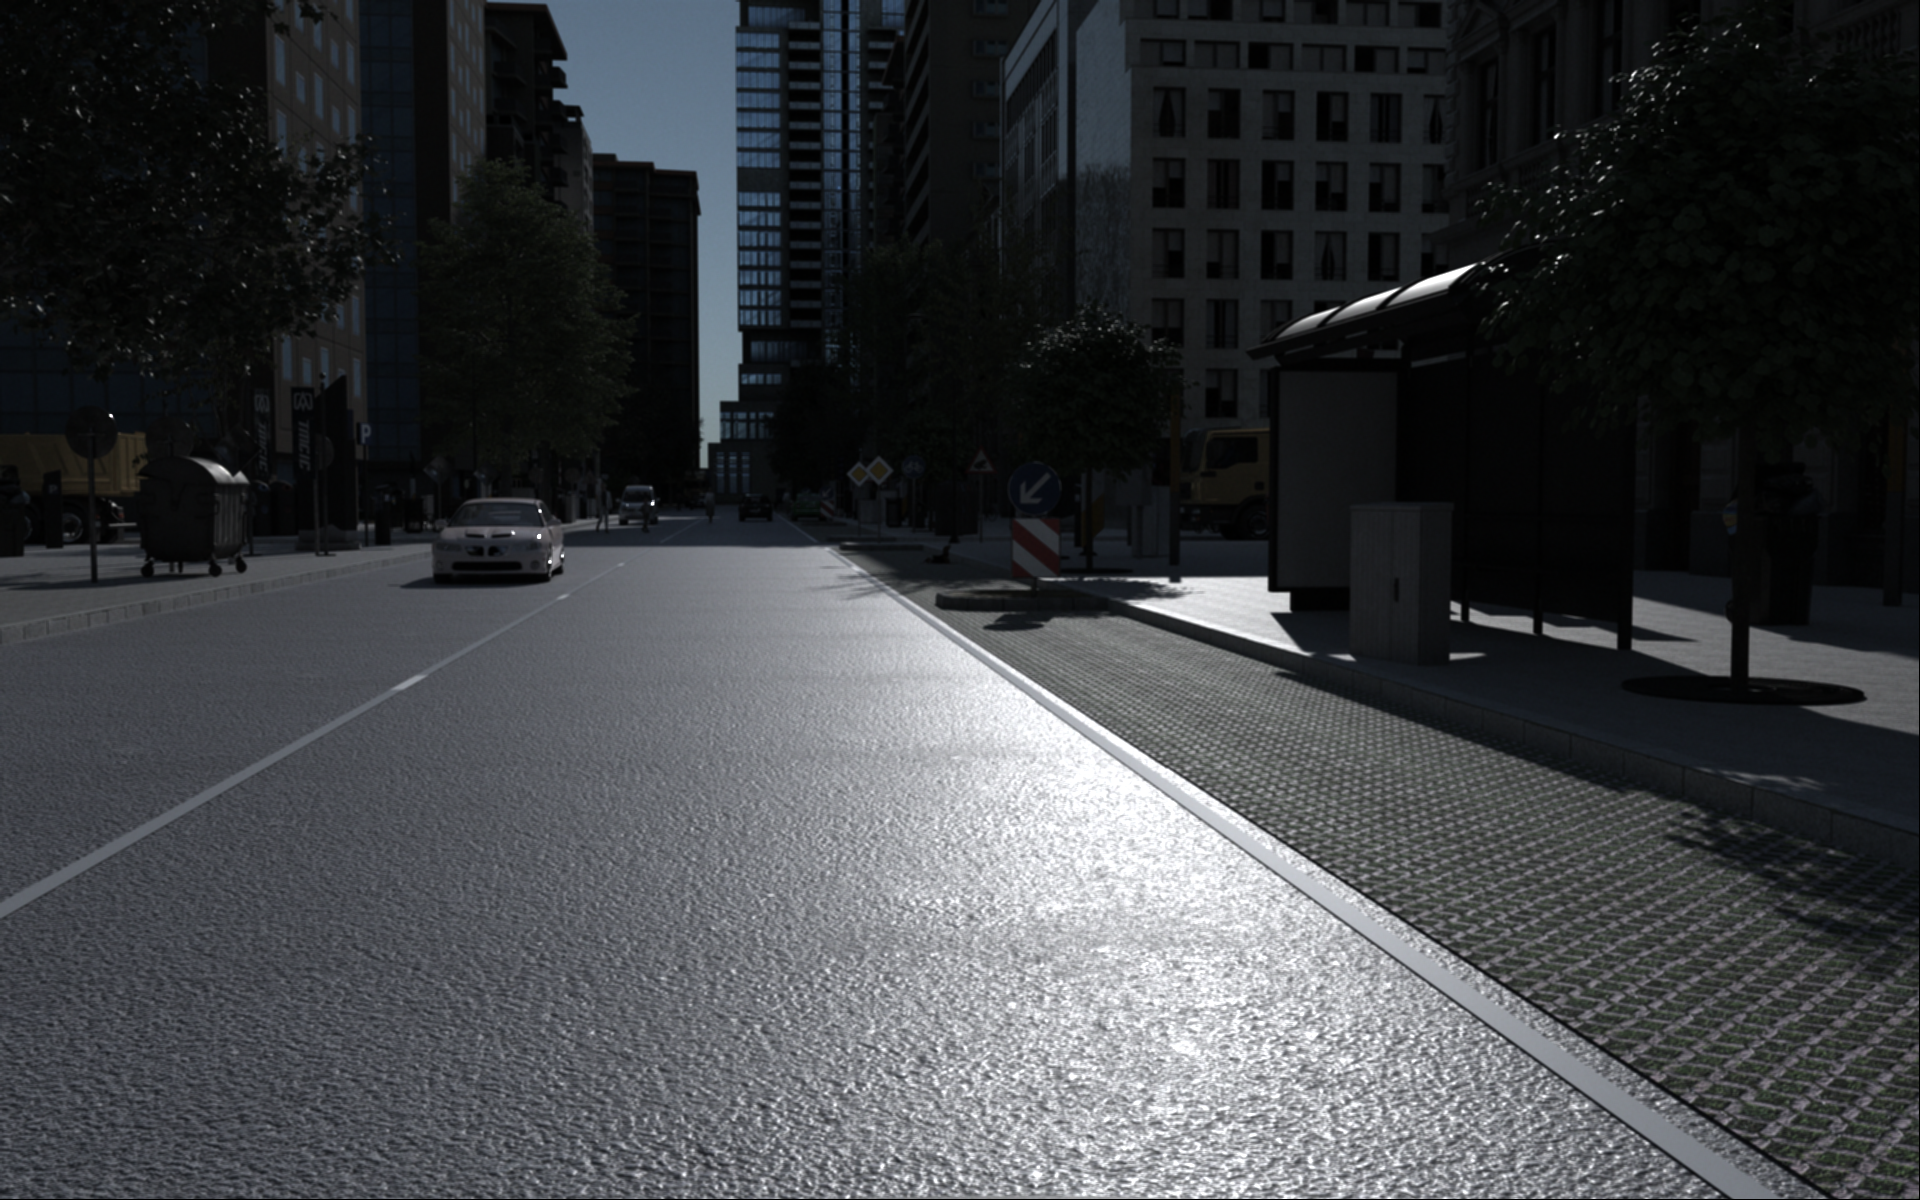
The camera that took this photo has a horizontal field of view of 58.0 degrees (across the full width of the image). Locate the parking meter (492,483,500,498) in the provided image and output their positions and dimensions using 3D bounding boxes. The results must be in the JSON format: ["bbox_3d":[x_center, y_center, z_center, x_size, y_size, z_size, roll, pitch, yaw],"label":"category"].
[{"bbox_3d":[-23.721,-5.060,88.445,0.399,1.863,0.255,-1,4,-11],"label":"parking meter"}]

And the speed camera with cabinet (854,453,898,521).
[{"bbox_3d":[-4.008,-5.417,82.902,2.038,3.252,0.660,0,4,4],"label":"speed camera with cabinet"}]

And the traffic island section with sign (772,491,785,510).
[{"bbox_3d":[-18.725,-10.517,180.577,1.989,1.847,2.006,0,4,-7],"label":"traffic island section with sign"}]

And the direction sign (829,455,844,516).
[{"bbox_3d":[-7.245,-6.689,101.367,0.876,3.537,0.379,0,4,-2],"label":"direction sign"}]

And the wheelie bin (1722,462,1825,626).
[{"bbox_3d":[8.053,-0.561,17.081,0.980,1.594,0.693,-1,4,-11],"label":"wheelie bin"}]

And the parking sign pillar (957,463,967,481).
[{"bbox_3d":[-0.268,-6.280,91.143,1.447,3.967,1.447,2,4,30],"label":"parking sign pillar"}]

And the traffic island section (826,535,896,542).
[{"bbox_3d":[-3.048,-1.868,52.822,2.009,0.180,2.903,0,4,-7],"label":"traffic island section"}]

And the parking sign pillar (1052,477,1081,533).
[{"bbox_3d":[3.755,-4.268,58.254,1.447,3.967,1.447,2,4,34],"label":"parking sign pillar"}]

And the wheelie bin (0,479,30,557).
[{"bbox_3d":[-19.529,-1.685,35.461,0.693,1.594,0.980,3,5,41],"label":"wheelie bin"}]

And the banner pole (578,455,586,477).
[{"bbox_3d":[-23.943,-7.312,109.561,0.401,3.779,0.863,2,4,29],"label":"banner pole"}]

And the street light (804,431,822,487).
[{"bbox_3d":[-10.711,-9.439,126.871,1.470,5.913,1.316,0,4,-7],"label":"street light"}]

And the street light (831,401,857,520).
[{"bbox_3d":[-5.714,-6.943,86.067,1.470,5.913,1.316,0,4,-7],"label":"street light"}]

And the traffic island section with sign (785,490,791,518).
[{"bbox_3d":[-9.423,-5.878,104.733,1.989,1.847,2.006,0,4,-7],"label":"traffic island section with sign"}]

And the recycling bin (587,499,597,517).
[{"bbox_3d":[-20.672,-5.161,96.931,0.722,1.027,0.722,-3,5,-44],"label":"recycling bin"}]

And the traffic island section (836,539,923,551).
[{"bbox_3d":[-2.076,-1.383,44.896,2.009,0.180,2.903,0,4,-7],"label":"traffic island section"}]

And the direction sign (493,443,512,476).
[{"bbox_3d":[-20.210,-5.173,76.575,0.379,3.537,0.876,3,5,43],"label":"direction sign"}]

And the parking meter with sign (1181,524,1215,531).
[{"bbox_3d":[8.103,-3.941,60.696,1.738,3.016,0.543,0,4,1],"label":"parking meter with sign"}]

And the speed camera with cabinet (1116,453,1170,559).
[{"bbox_3d":[3.710,-2.484,34.955,0.660,3.252,2.038,1,4,23],"label":"speed camera with cabinet"}]

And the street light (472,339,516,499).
[{"bbox_3d":[-13.974,-4.850,51.835,1.470,5.913,1.316,0,4,-7],"label":"street light"}]

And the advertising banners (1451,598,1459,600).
[{"bbox_3d":[6.127,-1.507,20.828,2.074,3.025,0.090,1,4,14],"label":"advertising banners"}]

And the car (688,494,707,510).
[{"bbox_3d":[-23.813,-9.082,158.278,2.009,1.686,4.222,0,4,-7],"label":"car"}]

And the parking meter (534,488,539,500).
[{"bbox_3d":[-19.254,-4.285,78.478,0.372,1.533,0.369,0,3,0],"label":"parking meter"}]

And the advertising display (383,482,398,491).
[{"bbox_3d":[-29.965,-5.258,91.182,0.974,1.923,0.123,2,4,32],"label":"advertising display"}]

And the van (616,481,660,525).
[{"bbox_3d":[-15.042,-4.529,81.059,2.013,2.044,4.112,0,4,-7],"label":"van"}]

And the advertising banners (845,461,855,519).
[{"bbox_3d":[-5.780,-5.835,91.594,0.090,3.025,2.074,1,4,10],"label":"advertising banners"}]

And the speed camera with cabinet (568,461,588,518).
[{"bbox_3d":[-20.354,-5.982,92.147,0.660,3.252,2.038,-2,4,-26],"label":"speed camera with cabinet"}]

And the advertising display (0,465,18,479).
[{"bbox_3d":[-21.401,-2.029,38.388,0.974,1.923,0.123,-1,4,-22],"label":"advertising display"}]

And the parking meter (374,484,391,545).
[{"bbox_3d":[-14.568,-2.157,43.679,0.372,1.533,0.369,0,3,0],"label":"parking meter"}]

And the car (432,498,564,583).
[{"bbox_3d":[-7.838,-1.057,29.651,2.083,1.381,4.827,-1,4,-9],"label":"car"}]

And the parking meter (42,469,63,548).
[{"bbox_3d":[-21.464,-2.156,40.958,0.399,1.863,0.255,-2,4,-34],"label":"parking meter"}]

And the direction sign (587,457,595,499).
[{"bbox_3d":[-22.703,-7.006,106.551,0.379,3.537,0.876,1,4,19],"label":"direction sign"}]

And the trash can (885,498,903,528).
[{"bbox_3d":[-2.532,-3.348,66.396,0.748,1.137,0.748,0,3,0],"label":"trash can"}]

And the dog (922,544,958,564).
[{"bbox_3d":[-0.435,-0.936,35.491,0.748,0.427,0.550,3,5,43],"label":"dog"}]

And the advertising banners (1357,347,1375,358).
[{"bbox_3d":[4.422,-1.470,20.218,0.090,3.025,2.074,2,4,35],"label":"advertising banners"}]

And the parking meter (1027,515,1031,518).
[{"bbox_3d":[2.409,-3.217,58.313,0.255,1.863,0.399,1,4,12],"label":"parking meter"}]

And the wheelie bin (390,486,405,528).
[{"bbox_3d":[-21.541,-3.560,66.118,0.693,1.594,0.980,-2,4,-27],"label":"wheelie bin"}]

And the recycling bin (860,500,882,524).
[{"bbox_3d":[-3.863,-3.817,74.962,0.722,1.027,0.722,3,4,38],"label":"recycling bin"}]

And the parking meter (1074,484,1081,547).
[{"bbox_3d":[2.958,-2.051,41.949,0.372,1.533,0.369,0,3,0],"label":"parking meter"}]

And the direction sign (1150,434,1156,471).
[{"bbox_3d":[6.358,-4.016,57.664,0.379,3.537,0.876,2,4,25],"label":"direction sign"}]

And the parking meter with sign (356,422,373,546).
[{"bbox_3d":[-15.323,-2.829,42.509,1.738,3.016,0.543,1,4,14],"label":"parking meter with sign"}]

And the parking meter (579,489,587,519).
[{"bbox_3d":[-19.462,-4.956,89.439,0.372,1.533,0.369,0,3,0],"label":"parking meter"}]

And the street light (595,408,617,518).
[{"bbox_3d":[-18.927,-7.373,93.092,1.470,5.913,1.316,0,4,-7],"label":"street light"}]

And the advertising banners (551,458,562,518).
[{"bbox_3d":[-19.662,-5.389,84.299,0.090,3.025,2.074,-2,4,-27],"label":"advertising banners"}]

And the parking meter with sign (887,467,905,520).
[{"bbox_3d":[-3.260,-5.552,87.032,0.543,3.016,1.738,-2,4,-28],"label":"parking meter with sign"}]

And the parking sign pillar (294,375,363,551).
[{"bbox_3d":[-14.485,-3.126,39.585,1.447,3.967,1.447,1,4,18],"label":"parking sign pillar"}]

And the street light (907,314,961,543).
[{"bbox_3d":[-0.681,-4.428,44.940,1.470,5.913,1.316,0,4,-7],"label":"street light"}]

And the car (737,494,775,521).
[{"bbox_3d":[-10.843,-5.030,92.026,2.009,1.686,4.222,0,4,-5],"label":"car"}]

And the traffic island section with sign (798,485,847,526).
[{"bbox_3d":[-6.136,-4.242,77.977,1.989,1.847,2.006,0,4,-7],"label":"traffic island section with sign"}]

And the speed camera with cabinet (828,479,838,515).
[{"bbox_3d":[-7.644,-6.769,105.001,0.660,3.252,2.038,0,4,1],"label":"speed camera with cabinet"}]

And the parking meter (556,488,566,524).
[{"bbox_3d":[-17.289,-4.075,75.042,0.372,1.533,0.369,0,3,0],"label":"parking meter"}]

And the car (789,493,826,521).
[{"bbox_3d":[-8.032,-5.076,91.792,1.959,1.807,4.718,0,4,-8],"label":"car"}]

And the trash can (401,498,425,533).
[{"bbox_3d":[-17.898,-2.757,56.723,0.748,1.137,0.748,0,3,0],"label":"trash can"}]

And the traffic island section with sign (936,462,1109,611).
[{"bbox_3d":[0.723,-0.822,22.060,1.989,1.847,2.006,0,4,-7],"label":"traffic island section with sign"}]

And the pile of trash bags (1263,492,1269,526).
[{"bbox_3d":[8.939,-2.058,43.409,3.447,1.369,1.912,-3,4,-36],"label":"pile of trash bags"}]
